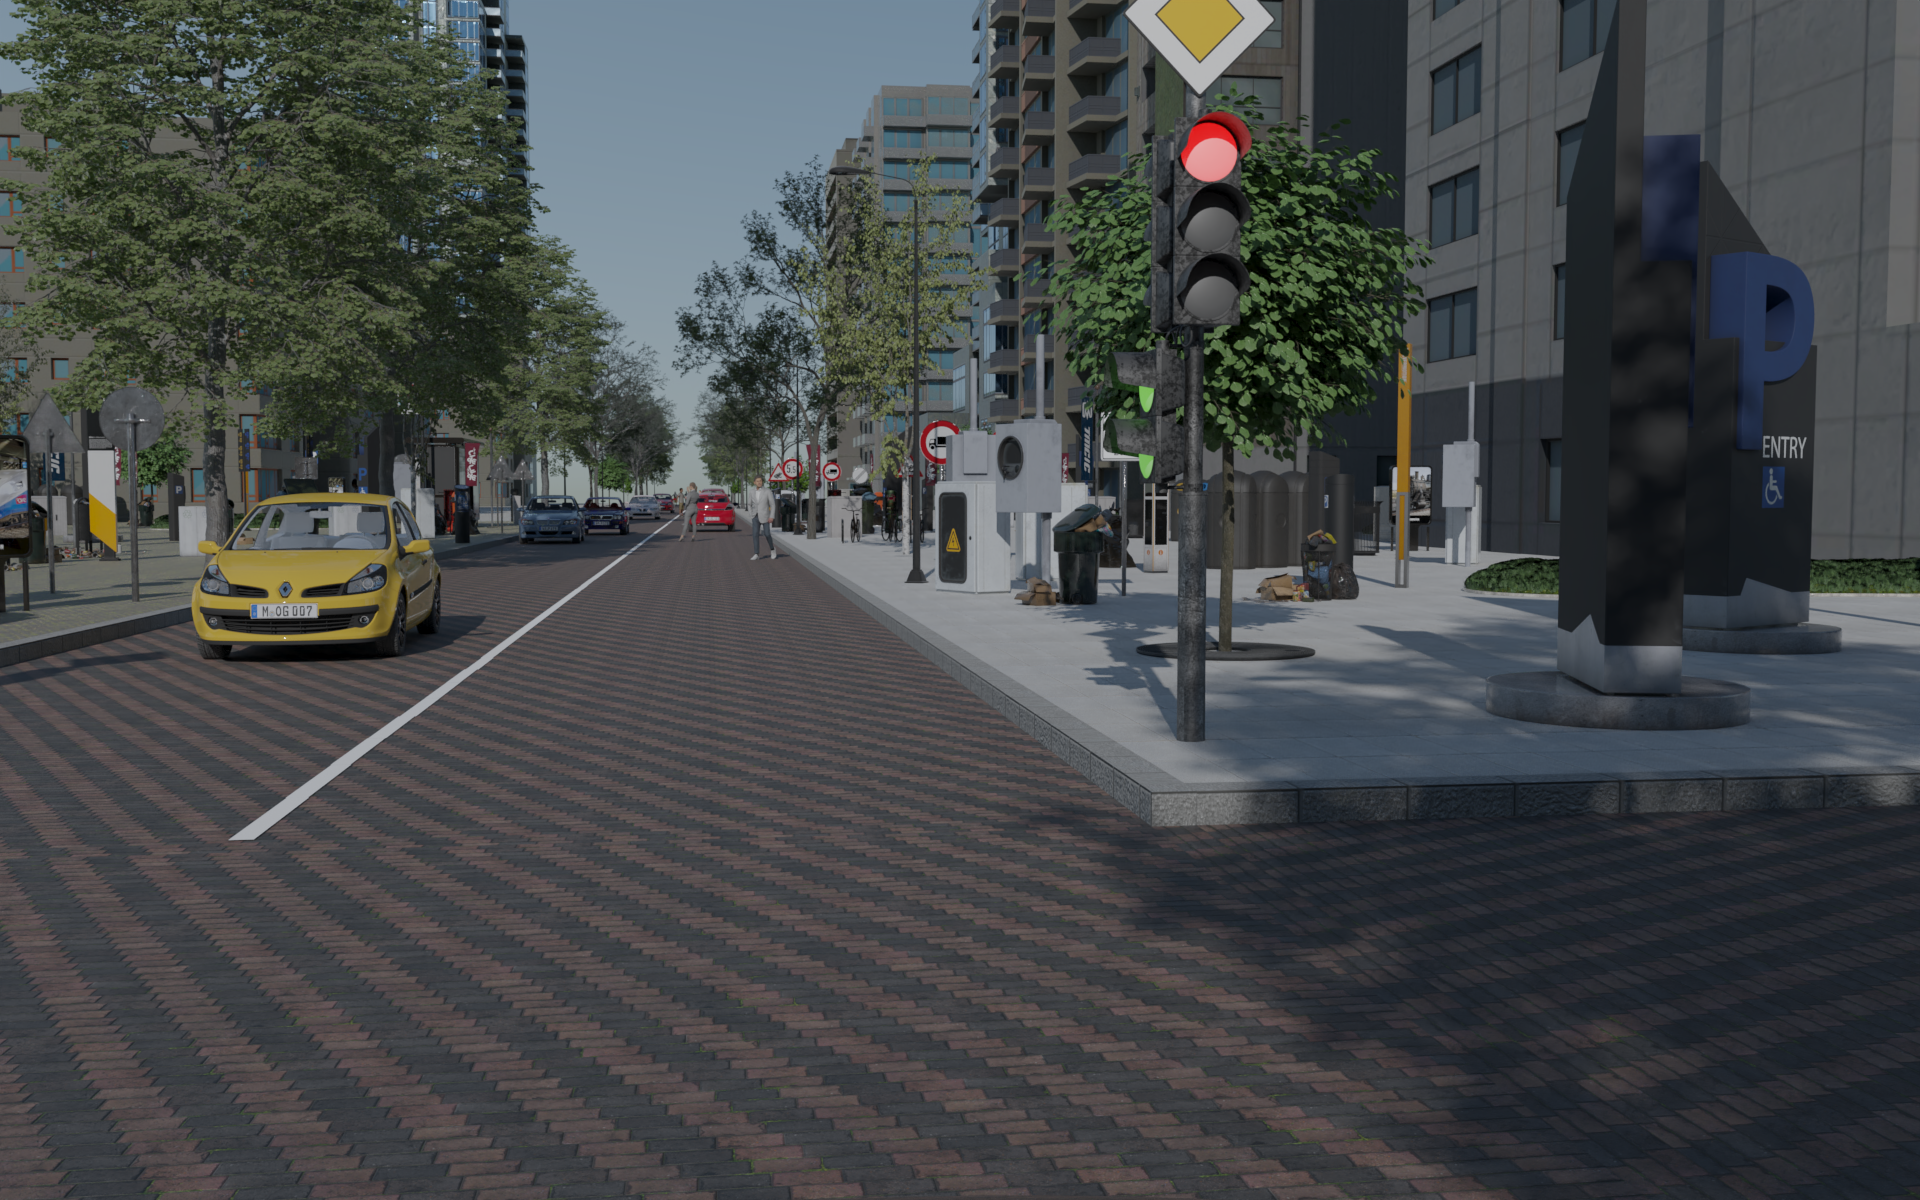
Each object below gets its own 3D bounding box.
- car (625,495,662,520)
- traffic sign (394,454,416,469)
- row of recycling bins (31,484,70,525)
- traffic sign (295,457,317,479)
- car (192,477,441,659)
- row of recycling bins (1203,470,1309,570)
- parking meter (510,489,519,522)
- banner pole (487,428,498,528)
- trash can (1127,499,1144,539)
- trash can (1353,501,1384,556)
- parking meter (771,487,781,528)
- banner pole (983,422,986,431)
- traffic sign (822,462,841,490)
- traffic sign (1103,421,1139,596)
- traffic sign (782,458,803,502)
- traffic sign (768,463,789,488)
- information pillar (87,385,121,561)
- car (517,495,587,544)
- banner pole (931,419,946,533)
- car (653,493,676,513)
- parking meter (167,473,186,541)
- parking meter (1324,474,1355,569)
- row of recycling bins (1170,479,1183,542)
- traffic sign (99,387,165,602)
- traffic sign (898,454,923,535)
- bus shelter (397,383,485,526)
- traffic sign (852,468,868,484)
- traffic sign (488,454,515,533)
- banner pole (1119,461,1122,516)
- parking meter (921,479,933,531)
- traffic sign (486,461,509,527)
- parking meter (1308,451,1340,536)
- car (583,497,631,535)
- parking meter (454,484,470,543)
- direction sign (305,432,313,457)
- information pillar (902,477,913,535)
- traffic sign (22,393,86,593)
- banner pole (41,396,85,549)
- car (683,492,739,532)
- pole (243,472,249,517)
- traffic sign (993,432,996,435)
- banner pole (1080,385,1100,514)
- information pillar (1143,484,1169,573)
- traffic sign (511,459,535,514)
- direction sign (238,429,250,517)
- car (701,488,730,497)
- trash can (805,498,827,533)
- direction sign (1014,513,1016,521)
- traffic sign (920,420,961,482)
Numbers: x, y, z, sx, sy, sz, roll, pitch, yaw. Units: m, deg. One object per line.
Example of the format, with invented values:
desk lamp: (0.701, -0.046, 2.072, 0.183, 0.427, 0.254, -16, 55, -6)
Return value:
car: (-18.000, -5.270, 98.520, 2.083, 1.381, 4.827, -1, 4, -9)
traffic sign: (-17.696, -3.364, 55.102, 0.768, 2.556, 0.104, 0, 4, -2)
row of recycling bins: (-37.749, -3.894, 70.778, 3.534, 1.692, 1.069, -3, 4, -37)
traffic sign: (-18.137, -2.810, 48.070, 0.606, 2.300, 0.079, 0, 4, -3)
car: (-5.967, -0.374, 16.335, 2.015, 1.641, 3.980, -1, 4, -10)
row of recycling bins: (5.607, -1.441, 30.681, 1.069, 1.692, 3.534, 3, 5, 42)
parking meter: (-20.615, -4.391, 80.197, 0.372, 1.533, 0.369, 0, 3, 0)
banner pole: (-17.746, -4.629, 65.702, 0.401, 3.779, 0.863, 0, 4, -8)
trash can: (5.076, -2.355, 50.164, 0.748, 1.137, 0.748, 0, 3, 0)
trash can: (8.420, -1.491, 36.028, 0.748, 1.137, 0.748, 0, 3, 0)
parking meter: (-6.990, -3.518, 65.936, 0.372, 1.533, 0.369, 0, 3, 0)
banner pole: (0.834, -4.311, 60.507, 0.401, 3.779, 0.863, 0, 4, -4)
traffic sign: (-5.098, -4.208, 68.911, 0.768, 2.556, 0.104, 0, 4, -4)
traffic sign: (2.057, -1.196, 21.689, 0.606, 2.300, 0.079, 0, 4, -5)
traffic sign: (-5.952, -3.761, 61.599, 0.768, 2.556, 0.104, 0, 4, -8)
traffic sign: (-7.553, -4.409, 72.098, 0.884, 2.594, 0.081, 0, 4, -5)
information pillar: (-16.384, -2.553, 33.102, 0.504, 3.616, 0.183, 0, 4, -6)
car: (-12.119, -2.419, 51.549, 2.014, 1.417, 4.499, -1, 4, -10)
banner pole: (-0.650, -4.155, 57.952, 0.401, 3.779, 0.863, 3, 4, 38)
car: (-22.338, -7.384, 129.770, 2.155, 1.783, 4.494, 0, 4, -7)
parking meter: (-21.449, -2.553, 47.449, 0.255, 1.863, 0.399, 2, 4, 34)
parking meter: (4.846, -0.840, 22.149, 0.372, 1.533, 0.369, 0, 3, 0)
row of recycling bins: (6.984, -2.375, 45.948, 1.069, 1.692, 3.534, -3, 5, -39)
traffic sign: (-9.828, -1.252, 20.575, 0.768, 2.556, 0.104, 0, 4, -2)
traffic sign: (-1.582, -3.292, 53.829, 0.884, 2.594, 0.081, 0, 4, -7)
bus shelter: (-19.563, -5.357, 65.217, 2.179, 5.291, 8.768, -1, 4, -8)
traffic sign: (-4.806, -5.083, 83.215, 0.768, 2.556, 0.104, 0, 4, -8)
traffic sign: (-14.921, -3.448, 56.372, 0.884, 2.594, 0.081, 0, 4, -2)
banner pole: (4.915, -3.805, 52.227, 0.401, 3.779, 0.863, 1, 4, 23)
parking meter: (-1.138, -3.336, 60.263, 0.255, 1.863, 0.399, -2, 4, -35)
traffic sign: (-18.075, -4.140, 67.685, 0.884, 2.594, 0.081, 0, 4, -4)
parking meter: (5.010, -1.109, 23.836, 0.399, 1.863, 0.255, -2, 4, -33)
car: (-12.690, -3.003, 61.675, 1.945, 1.354, 3.894, -1, 4, -9)
parking meter: (-13.033, -2.258, 45.337, 0.372, 1.533, 0.369, 0, 3, 0)
direction sign: (-21.518, -3.997, 57.344, 0.379, 3.537, 0.876, 0, 4, -8)
information pillar: (-1.622, -3.055, 54.433, 0.304, 2.012, 0.304, 1, 4, 18)
traffic sign: (-11.719, -1.363, 22.293, 0.884, 2.594, 0.081, 0, 4, -8)
banner pole: (-20.957, -3.082, 40.411, 0.863, 3.779, 0.401, -3, 5, -39)
car: (-9.625, -3.544, 66.980, 2.155, 1.783, 4.494, -1, 4, -9)
pole: (-30.240, -4.864, 73.365, 0.158, 3.312, 0.155, 0, 3, 0)
traffic sign: (0.917, -2.014, 33.035, 0.768, 2.556, 0.104, 0, 4, -4)
banner pole: (2.985, -3.022, 39.434, 0.401, 3.779, 0.863, 3, 5, 39)
information pillar: (3.188, -1.445, 28.124, 0.304, 2.012, 0.304, -2, 4, -25)
traffic sign: (-16.192, -3.924, 64.153, 0.884, 2.594, 0.081, 0, 4, -7)
direction sign: (-24.890, -4.176, 60.271, 0.876, 3.537, 0.379, 3, 5, 44)
car: (-16.656, -6.624, 116.971, 2.281, 1.827, 5.304, 0, 4, -7)
trash can: (-4.784, -2.805, 57.523, 0.748, 1.137, 0.748, 0, 3, 0)
direction sign: (2.657, -5.629, 84.032, 0.379, 3.537, 0.876, 1, 4, 13)
traffic sign: (-0.316, -1.824, 29.934, 0.768, 2.556, 0.104, 0, 4, -4)
